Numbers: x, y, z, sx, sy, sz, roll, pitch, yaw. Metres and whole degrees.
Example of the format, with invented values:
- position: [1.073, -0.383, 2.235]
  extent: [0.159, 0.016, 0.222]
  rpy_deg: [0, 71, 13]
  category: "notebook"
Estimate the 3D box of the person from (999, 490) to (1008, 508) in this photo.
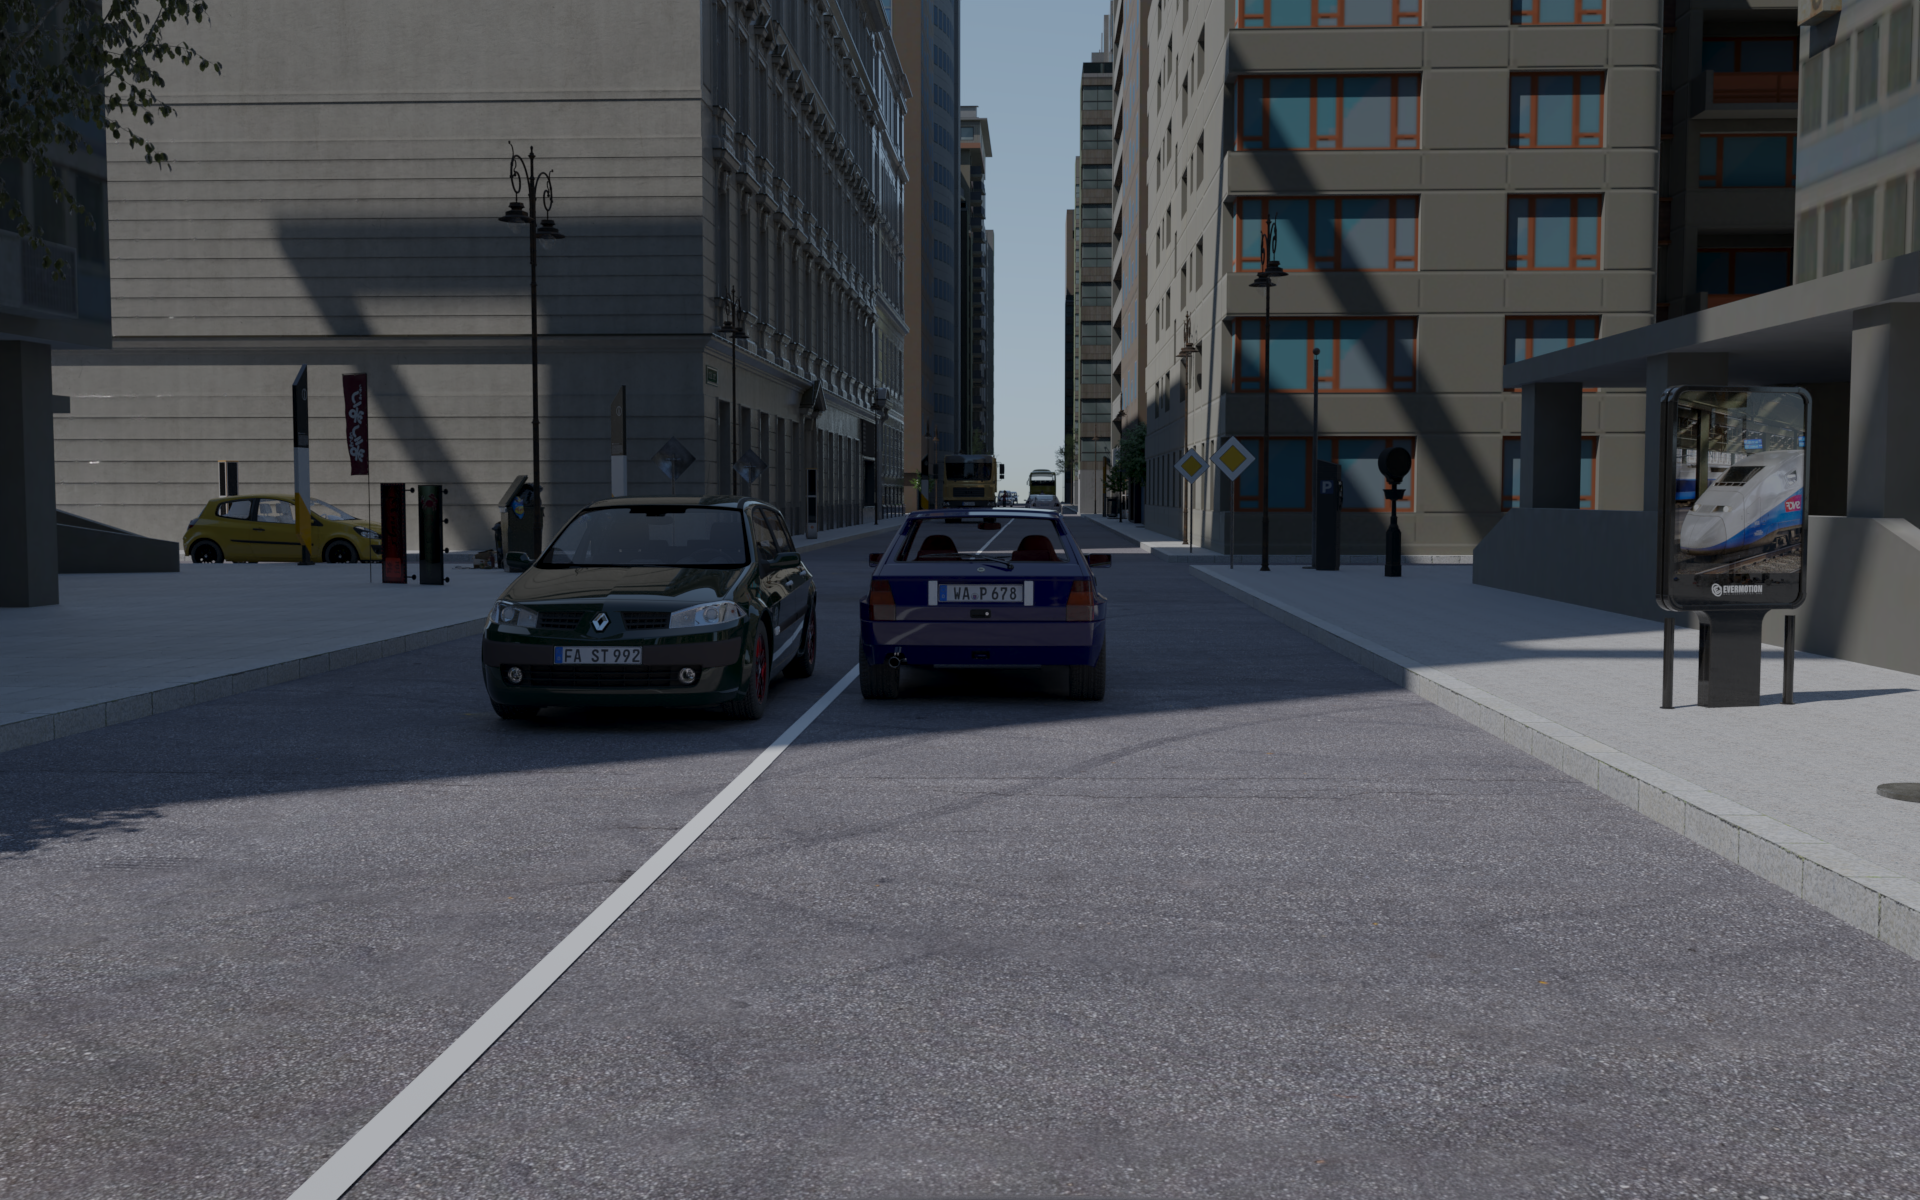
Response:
- position: [3.284, -7.418, 130.503]
  extent: [0.721, 1.743, 1.217]
  rpy_deg: [-2, 4, -32]
  category: "person"

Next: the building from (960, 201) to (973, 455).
- position: [-5.982, -24.852, 178.023]
  extent: [14.160, 30.474, 14.107]
  rpy_deg: [0, 4, 3]
  category: "building"

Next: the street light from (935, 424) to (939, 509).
- position: [-1.565, -8.699, 115.018]
  extent: [0.468, 5.910, 1.993]
  rpy_deg: [0, 4, 3]
  category: "street light"

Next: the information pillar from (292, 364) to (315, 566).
- position: [-11.794, -2.428, 31.045]
  extent: [0.183, 3.616, 0.504]
  rpy_deg: [0, 4, 3]
  category: "information pillar"

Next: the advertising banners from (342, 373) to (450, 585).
- position: [-8.090, -1.747, 24.751]
  extent: [2.074, 3.025, 0.090]
  rpy_deg: [2, 4, 30]
  category: "advertising banners"

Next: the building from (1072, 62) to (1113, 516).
- position: [15.195, -21.264, 119.368]
  extent: [14.160, 30.474, 14.107]
  rpy_deg: [0, 4, 3]
  category: "building"

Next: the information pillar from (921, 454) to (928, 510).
- position: [-2.037, -6.670, 100.404]
  extent: [0.504, 3.616, 0.183]
  rpy_deg: [-3, 5, -39]
  category: "information pillar"

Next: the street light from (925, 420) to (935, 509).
- position: [-1.965, -8.181, 106.552]
  extent: [0.468, 5.910, 1.993]
  rpy_deg: [0, 4, 3]
  category: "street light"

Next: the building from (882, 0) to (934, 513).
- position: [-9.137, -28.795, 120.915]
  extent: [14.600, 45.320, 14.200]
  rpy_deg: [0, 4, 3]
  category: "building"

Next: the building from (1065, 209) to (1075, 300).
- position: [22.979, -37.545, 263.977]
  extent: [14.600, 45.320, 14.200]
  rpy_deg: [0, 4, 3]
  category: "building"

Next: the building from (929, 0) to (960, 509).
- position: [-11.072, -36.690, 141.883]
  extent: [21.231, 58.520, 28.212]
  rpy_deg: [0, 4, 3]
  category: "building"

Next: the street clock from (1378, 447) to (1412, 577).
- position: [6.723, -1.362, 26.831]
  extent: [0.471, 2.002, 0.358]
  rpy_deg: [-1, 4, -20]
  category: "street clock"

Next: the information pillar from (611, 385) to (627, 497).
- position: [-7.350, -2.815, 37.380]
  extent: [0.183, 3.616, 0.504]
  rpy_deg: [-3, 5, -44]
  category: "information pillar"

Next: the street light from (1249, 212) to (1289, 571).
- position: [5.093, -3.422, 28.737]
  extent: [0.468, 5.910, 1.993]
  rpy_deg: [0, 4, 3]
  category: "street light"

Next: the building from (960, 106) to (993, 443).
- position: [-10.188, -39.785, 239.728]
  extent: [28.713, 52.752, 27.495]
  rpy_deg: [0, 4, 3]
  category: "building"

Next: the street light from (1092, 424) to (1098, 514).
- position: [9.229, -9.019, 120.247]
  extent: [0.468, 5.910, 1.993]
  rpy_deg: [0, 4, 3]
  category: "street light"

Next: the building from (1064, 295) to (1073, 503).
- position: [22.106, -29.273, 250.311]
  extent: [14.160, 30.474, 14.107]
  rpy_deg: [0, 4, 3]
  category: "building"

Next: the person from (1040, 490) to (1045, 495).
- position: [6.330, -7.521, 132.413]
  extent: [0.756, 1.711, 0.436]
  rpy_deg: [2, 4, 30]
  category: "person"

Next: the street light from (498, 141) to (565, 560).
- position: [-5.684, -3.081, 23.159]
  extent: [0.468, 5.910, 1.993]
  rpy_deg: [0, 4, 3]
  category: "street light"

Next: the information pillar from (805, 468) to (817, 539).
- position: [-4.246, -2.752, 49.481]
  extent: [0.304, 2.012, 0.304]
  rpy_deg: [-1, 4, -13]
  category: "information pillar"

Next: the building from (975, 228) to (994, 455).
- position: [-2.041, -35.294, 260.658]
  extent: [14.154, 41.232, 14.086]
  rpy_deg: [0, 4, 3]
  category: "building"

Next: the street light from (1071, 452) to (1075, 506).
- position: [13.152, -14.161, 204.317]
  extent: [0.468, 5.910, 1.993]
  rpy_deg: [0, 4, 3]
  category: "street light"

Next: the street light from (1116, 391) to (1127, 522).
- position: [7.257, -6.438, 78.055]
  extent: [0.468, 5.910, 1.993]
  rpy_deg: [0, 4, 3]
  category: "street light"

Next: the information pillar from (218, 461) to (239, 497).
- position: [-16.076, -2.056, 38.108]
  extent: [0.304, 2.012, 0.304]
  rpy_deg: [2, 4, 35]
  category: "information pillar"

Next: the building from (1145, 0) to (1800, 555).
- position: [20.635, -12.473, 48.978]
  extent: [28.899, 21.520, 27.650]
  rpy_deg: [0, 4, 3]
  category: "building"

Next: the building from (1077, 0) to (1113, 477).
- position: [23.873, -33.804, 172.299]
  extent: [23.786, 49.044, 30.456]
  rpy_deg: [0, 4, 3]
  category: "building"

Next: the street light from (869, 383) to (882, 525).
- position: [-3.505, -6.082, 72.223]
  extent: [0.468, 5.910, 1.993]
  rpy_deg: [0, 4, 3]
  category: "street light"

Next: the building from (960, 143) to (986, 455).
- position: [-8.134, -34.073, 211.711]
  extent: [22.147, 44.769, 28.867]
  rpy_deg: [0, 4, 3]
  category: "building"

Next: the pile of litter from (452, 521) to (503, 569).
- position: [-7.939, -0.983, 30.036]
  extent: [1.719, 0.858, 1.176]
  rpy_deg: [-1, 4, -10]
  category: "pile of litter"

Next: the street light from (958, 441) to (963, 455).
- position: [0.104, -10.763, 148.756]
  extent: [0.468, 5.910, 1.993]
  rpy_deg: [0, 4, 3]
  category: "street light"

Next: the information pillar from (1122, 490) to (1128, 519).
- position: [8.656, -5.259, 90.471]
  extent: [0.304, 2.012, 0.304]
  rpy_deg: [-3, 4, -38]
  category: "information pillar"

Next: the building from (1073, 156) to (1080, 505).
- position: [20.946, -32.305, 211.773]
  extent: [14.154, 41.232, 14.086]
  rpy_deg: [0, 4, 3]
  category: "building"

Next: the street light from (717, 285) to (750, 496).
- position: [-5.014, -4.018, 38.478]
  extent: [0.468, 5.910, 1.993]
  rpy_deg: [0, 4, 3]
  category: "street light"

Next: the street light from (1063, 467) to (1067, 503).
- position: [16.170, -18.289, 271.815]
  extent: [0.468, 5.910, 1.993]
  rpy_deg: [0, 4, 3]
  category: "street light"

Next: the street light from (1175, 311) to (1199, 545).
- position: [5.731, -4.346, 43.842]
  extent: [0.468, 5.910, 1.993]
  rpy_deg: [0, 4, 3]
  category: "street light"
